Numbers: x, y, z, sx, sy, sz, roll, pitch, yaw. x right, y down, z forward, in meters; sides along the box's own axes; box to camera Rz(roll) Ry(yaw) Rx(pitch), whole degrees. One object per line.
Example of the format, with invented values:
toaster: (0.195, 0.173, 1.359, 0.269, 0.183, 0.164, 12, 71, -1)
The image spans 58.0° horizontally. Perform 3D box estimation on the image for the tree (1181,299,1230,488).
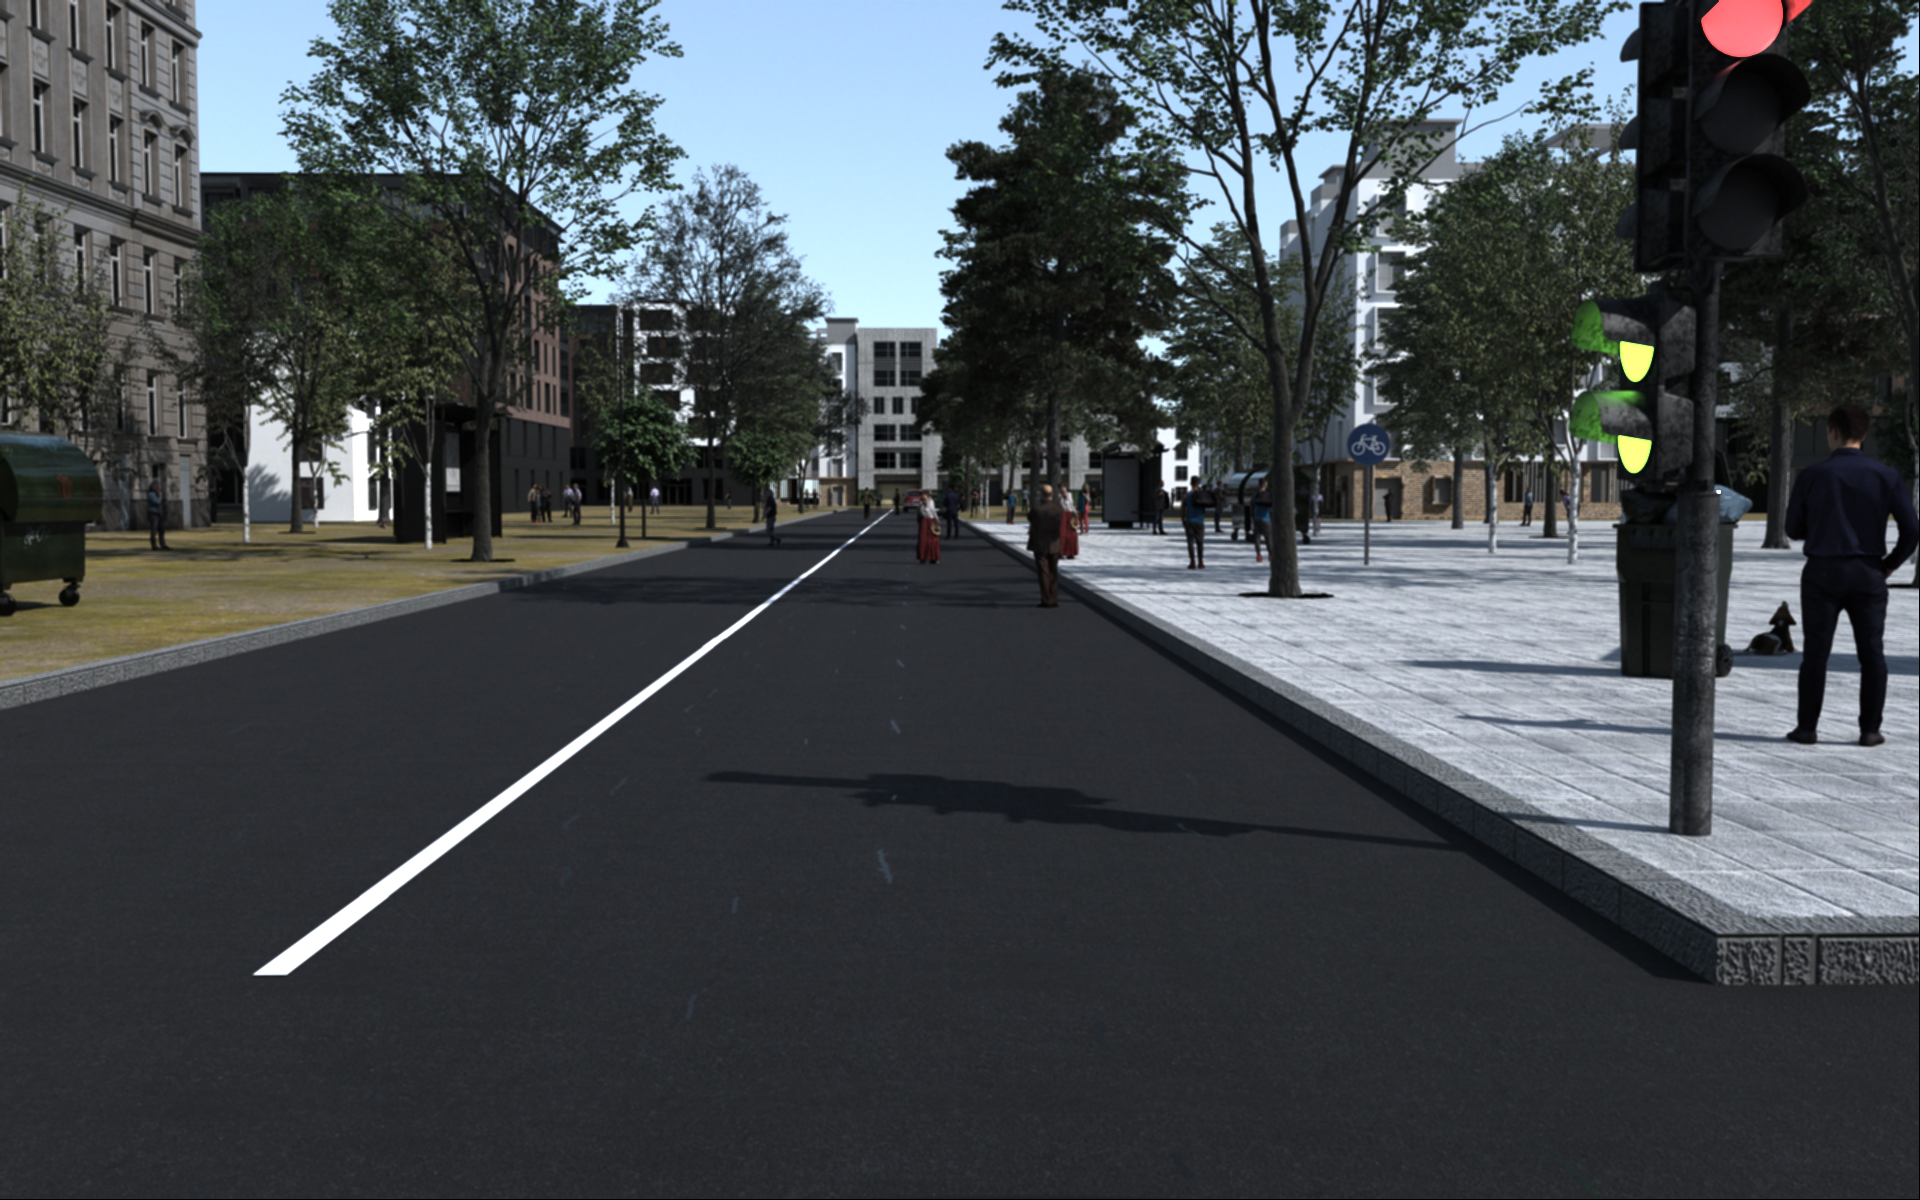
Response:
tree: (10.299, -6.895, 63.091, 4.737, 8.622, 4.395, 0, 3, 0)

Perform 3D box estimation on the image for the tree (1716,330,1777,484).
tree: (24.275, -6.203, 51.788, 4.360, 8.622, 3.978, 0, 3, 0)

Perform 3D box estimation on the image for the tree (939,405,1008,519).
tree: (1.217, -8.533, 89.872, 4.360, 8.622, 3.978, 0, 3, 0)

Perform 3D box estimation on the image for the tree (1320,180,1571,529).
tree: (18.442, -8.846, 62.755, 7.486, 12.596, 7.792, 0, 3, 0)

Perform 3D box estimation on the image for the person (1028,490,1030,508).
person: (6.459, -9.281, 158.700, 0.530, 1.710, 0.541, -1, 4, -22)

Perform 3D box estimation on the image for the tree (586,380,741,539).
tree: (-9.243, -4.059, 50.072, 4.285, 4.588, 4.351, 0, 3, 0)

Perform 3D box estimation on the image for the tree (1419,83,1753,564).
tree: (11.175, -4.975, 31.702, 4.737, 8.622, 4.395, 0, 3, 0)

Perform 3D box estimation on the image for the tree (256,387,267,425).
tree: (-24.359, -7.010, 64.978, 4.737, 8.622, 4.395, 0, 3, 0)

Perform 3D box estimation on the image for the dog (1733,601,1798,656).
dog: (6.492, 0.229, 13.991, 0.748, 0.427, 0.550, 0, 4, -1)

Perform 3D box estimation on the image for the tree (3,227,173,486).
tree: (-24.473, -5.963, 47.850, 4.360, 8.622, 3.978, 0, 3, 0)

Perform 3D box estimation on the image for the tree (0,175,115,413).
tree: (-22.258, -5.528, 40.752, 4.737, 8.622, 4.395, 0, 3, 0)

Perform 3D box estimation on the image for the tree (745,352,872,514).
tree: (-10.135, -10.826, 111.415, 8.767, 10.594, 7.601, -2, 4, -25)

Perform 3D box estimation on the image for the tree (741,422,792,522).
tree: (-9.303, -5.842, 79.229, 4.285, 4.588, 4.351, 0, 3, 0)

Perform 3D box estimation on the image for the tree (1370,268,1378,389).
tree: (11.583, -5.302, 37.057, 4.737, 8.622, 4.395, 0, 3, 0)

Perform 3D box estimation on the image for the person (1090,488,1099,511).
person: (10.415, -7.802, 134.122, 0.721, 1.766, 1.217, -2, 4, -28)

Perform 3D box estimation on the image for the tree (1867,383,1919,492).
tree: (46.627, -6.563, 70.206, 20.602, 7.101, 11.467, -2, 4, -35)

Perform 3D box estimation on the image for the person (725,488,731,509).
person: (-19.443, -8.535, 145.599, 0.705, 1.822, 1.348, 1, 4, 8)

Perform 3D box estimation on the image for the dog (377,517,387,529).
dog: (-21.488, -2.848, 64.293, 0.550, 0.427, 0.748, 2, 4, 27)

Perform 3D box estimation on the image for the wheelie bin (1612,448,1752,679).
wheelie bin: (5.036, -0.260, 12.154, 0.980, 1.594, 0.693, 3, 5, 45)

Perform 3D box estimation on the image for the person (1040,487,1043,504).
person: (5.368, -6.624, 115.062, 1.217, 1.735, 0.721, 0, 4, 6)

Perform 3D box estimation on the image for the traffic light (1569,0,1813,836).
traffic light: (2.747, -1.052, 6.446, 0.839, 4.213, 0.868, 0, 4, -2)

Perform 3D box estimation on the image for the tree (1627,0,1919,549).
tree: (19.535, -8.137, 40.467, 7.806, 13.903, 7.818, 0, 3, 0)

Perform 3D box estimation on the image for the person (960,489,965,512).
person: (0.070, -7.167, 123.940, 0.721, 1.735, 1.217, -1, 4, -21)

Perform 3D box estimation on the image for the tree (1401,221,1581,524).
tree: (22.954, -10.264, 75.245, 7.806, 13.903, 7.818, 0, 3, 0)

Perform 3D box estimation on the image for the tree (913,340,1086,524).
tree: (2.123, -8.571, 74.554, 8.767, 10.594, 7.601, 0, 4, 1)

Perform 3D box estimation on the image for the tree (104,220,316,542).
tree: (-19.252, -5.844, 45.908, 4.360, 8.622, 3.978, 0, 3, 0)

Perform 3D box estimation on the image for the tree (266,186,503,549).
tree: (-12.761, -5.521, 40.638, 4.737, 8.622, 4.395, 0, 3, 0)

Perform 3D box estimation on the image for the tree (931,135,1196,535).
tree: (2.774, -8.358, 54.781, 7.486, 12.596, 7.792, 0, 3, 0)

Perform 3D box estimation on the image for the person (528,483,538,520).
person: (-20.738, -4.795, 84.444, 0.705, 1.823, 1.348, 1, 4, 17)

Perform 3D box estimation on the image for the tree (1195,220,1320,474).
tree: (11.443, -9.457, 72.747, 7.486, 12.596, 7.792, 0, 3, 0)

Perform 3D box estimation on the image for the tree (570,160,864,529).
tree: (-9.018, -9.354, 63.310, 12.009, 13.543, 11.850, 0, 3, 0)

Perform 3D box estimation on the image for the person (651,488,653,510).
person: (-25.179, -8.254, 141.517, 0.721, 1.766, 1.217, 0, 4, -2)

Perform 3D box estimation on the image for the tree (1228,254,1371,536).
tree: (10.756, -6.247, 52.500, 4.737, 8.622, 4.395, 0, 3, 0)

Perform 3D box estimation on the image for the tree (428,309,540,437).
tree: (-18.686, -7.197, 68.040, 4.360, 8.622, 3.978, 0, 3, 0)

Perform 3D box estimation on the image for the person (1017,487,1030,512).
person: (4.714, -7.327, 125.827, 1.348, 1.826, 0.705, 1, 4, 12)

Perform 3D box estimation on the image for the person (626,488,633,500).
person: (-27.071, -8.322, 142.207, 0.705, 1.812, 1.348, -2, 4, -29)

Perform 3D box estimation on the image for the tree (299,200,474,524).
tree: (-24.488, -10.194, 74.091, 7.806, 13.903, 7.818, 0, 3, 0)

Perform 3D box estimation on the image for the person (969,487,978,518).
person: (0.716, -5.286, 93.933, 0.593, 1.643, 0.415, 1, 4, 18)

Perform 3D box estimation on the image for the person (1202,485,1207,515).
person: (15.154, -6.206, 107.471, 0.705, 1.831, 1.348, 1, 4, 21)

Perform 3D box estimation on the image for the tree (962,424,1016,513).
tree: (1.592, -10.061, 114.854, 4.737, 8.622, 4.395, 0, 3, 0)

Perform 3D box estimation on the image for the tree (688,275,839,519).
tree: (-10.154, -10.498, 89.764, 7.486, 12.596, 7.792, 0, 3, 0)

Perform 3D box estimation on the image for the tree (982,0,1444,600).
tree: (4.119, -5.846, 21.343, 9.928, 11.665, 9.643, 0, 3, 0)

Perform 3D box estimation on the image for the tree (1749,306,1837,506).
tree: (27.507, -6.583, 58.002, 4.737, 8.622, 4.395, 0, 3, 0)

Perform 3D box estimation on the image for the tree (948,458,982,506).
tree: (0.391, -10.419, 154.070, 4.285, 4.588, 4.351, 0, 3, 0)

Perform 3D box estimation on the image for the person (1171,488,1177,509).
person: (17.951, -8.463, 144.938, 0.750, 1.759, 0.617, 2, 4, 32)

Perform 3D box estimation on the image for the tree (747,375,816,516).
tree: (-10.714, -9.230, 101.266, 4.737, 8.622, 4.395, 0, 3, 0)

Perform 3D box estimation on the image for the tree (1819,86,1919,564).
tree: (17.809, -4.965, 31.541, 4.360, 8.622, 3.978, 0, 3, 0)

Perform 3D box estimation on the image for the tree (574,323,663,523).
tree: (-15.030, -7.665, 75.692, 4.737, 8.622, 4.395, 0, 3, 0)

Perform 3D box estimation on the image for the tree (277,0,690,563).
tree: (-8.878, -6.528, 32.481, 9.928, 11.665, 9.643, 0, 3, 0)

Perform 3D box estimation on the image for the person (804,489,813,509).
person: (-13.304, -8.832, 151.164, 1.217, 1.743, 0.721, 2, 4, 26)

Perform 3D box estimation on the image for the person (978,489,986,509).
person: (1.888, -8.915, 152.515, 1.217, 1.743, 0.721, 2, 4, 35)

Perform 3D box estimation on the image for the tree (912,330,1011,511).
tree: (0.389, -13.470, 127.665, 7.806, 13.903, 7.818, 0, 3, 0)

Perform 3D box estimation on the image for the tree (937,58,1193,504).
tree: (2.357, -7.410, 43.202, 6.751, 12.117, 7.091, 0, 3, 0)

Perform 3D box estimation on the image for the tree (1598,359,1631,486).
tree: (25.928, -7.036, 65.402, 4.360, 8.622, 3.978, 0, 3, 0)
